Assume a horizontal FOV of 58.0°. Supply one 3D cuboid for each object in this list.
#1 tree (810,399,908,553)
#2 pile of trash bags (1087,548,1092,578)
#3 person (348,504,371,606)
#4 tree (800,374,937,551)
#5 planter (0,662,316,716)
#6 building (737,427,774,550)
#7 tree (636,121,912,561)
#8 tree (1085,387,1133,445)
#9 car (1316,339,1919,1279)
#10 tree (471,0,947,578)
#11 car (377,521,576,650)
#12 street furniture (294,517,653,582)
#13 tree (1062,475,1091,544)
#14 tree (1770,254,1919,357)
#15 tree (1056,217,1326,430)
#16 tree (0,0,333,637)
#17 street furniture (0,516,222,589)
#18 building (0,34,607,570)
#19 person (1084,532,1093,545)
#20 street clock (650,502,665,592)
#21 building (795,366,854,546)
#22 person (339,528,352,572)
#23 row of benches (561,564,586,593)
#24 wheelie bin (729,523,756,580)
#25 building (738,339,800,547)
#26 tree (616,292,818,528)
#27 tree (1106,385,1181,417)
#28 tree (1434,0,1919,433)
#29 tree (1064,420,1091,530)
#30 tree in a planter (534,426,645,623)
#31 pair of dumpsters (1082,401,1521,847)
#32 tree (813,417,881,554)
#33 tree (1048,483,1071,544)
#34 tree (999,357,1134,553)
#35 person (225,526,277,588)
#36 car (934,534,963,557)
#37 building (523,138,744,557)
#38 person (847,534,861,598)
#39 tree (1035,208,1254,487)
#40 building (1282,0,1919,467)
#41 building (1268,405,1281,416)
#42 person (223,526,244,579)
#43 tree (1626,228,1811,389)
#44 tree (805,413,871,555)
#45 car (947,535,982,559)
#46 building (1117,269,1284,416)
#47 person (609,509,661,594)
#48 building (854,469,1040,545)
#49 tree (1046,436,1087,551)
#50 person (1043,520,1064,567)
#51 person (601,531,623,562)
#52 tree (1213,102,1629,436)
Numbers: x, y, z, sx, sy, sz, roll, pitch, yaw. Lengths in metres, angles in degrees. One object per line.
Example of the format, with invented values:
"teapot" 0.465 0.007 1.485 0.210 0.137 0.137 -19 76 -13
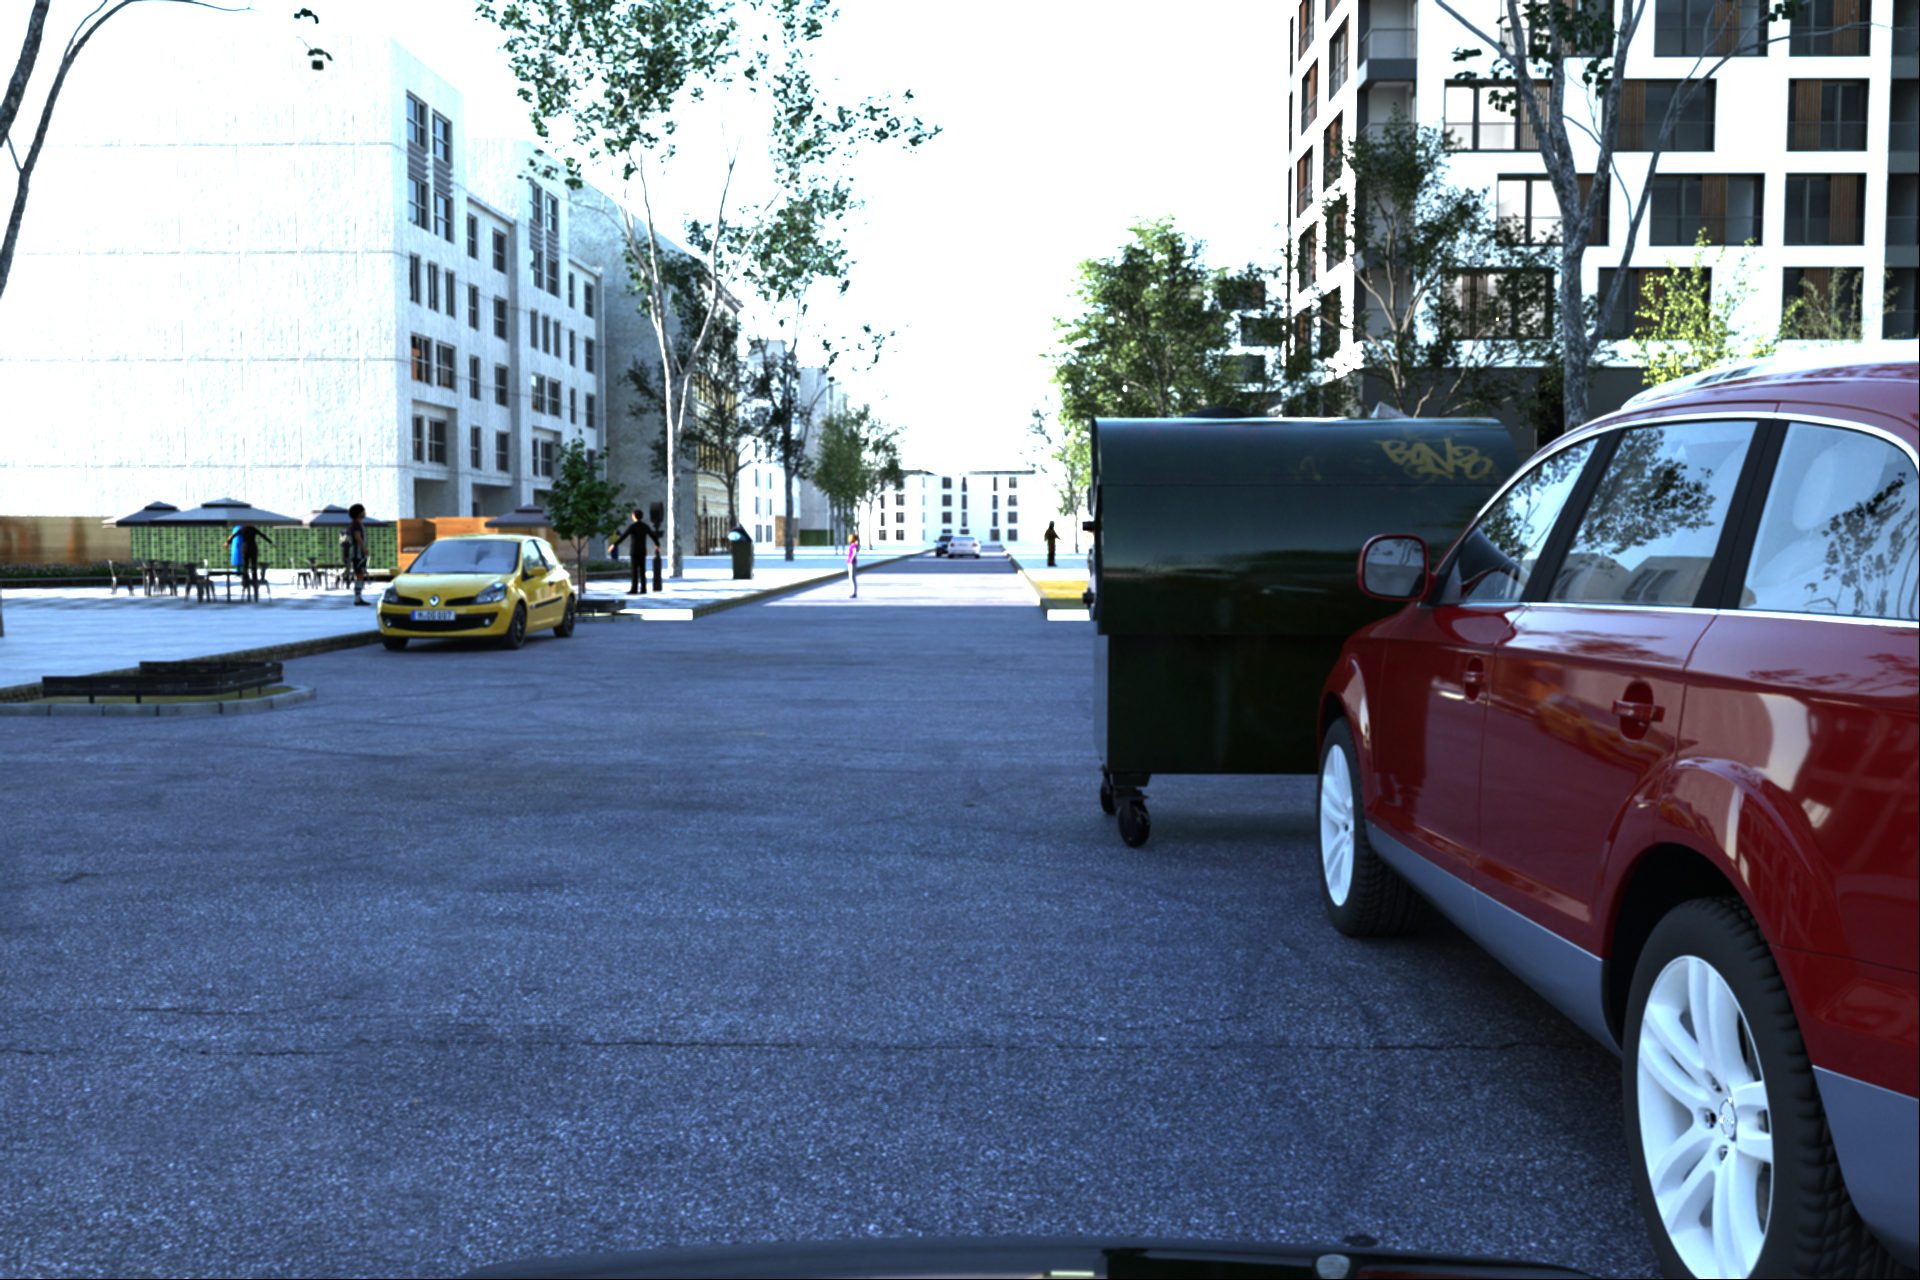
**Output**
"tree" -6.767 -11.293 119.056 7.601 10.594 8.767 -3 5 -43
"pile of trash bags" 3.728 -1.725 37.951 1.912 1.369 3.447 0 4 -1
"person" -10.747 -1.524 31.067 0.704 1.843 1.345 -1 4 -21
"tree" -6.923 -13.587 132.513 12.009 13.543 11.850 0 3 0
"planter" -6.606 0.400 14.604 1.991 0.319 1.994 0 4 2
"building" -20.373 -12.649 148.957 9.099 9.664 28.070 0 4 1
"tree" -8.690 -13.768 81.000 12.611 20.169 13.585 0 3 0
"tree" 7.357 -8.085 82.556 4.360 8.622 3.978 0 3 0
"car" 2.329 0.252 4.555 2.281 1.827 5.304 0 4 1
"tree" -7.263 -11.845 49.552 12.611 20.169 13.585 0 3 0
"car" -6.278 -0.763 22.704 2.015 1.641 3.980 0 4 1
"street furniture" -12.083 -2.571 48.882 9.812 1.723 11.010 1 4 17
"tree" 16.472 -17.417 219.178 7.601 10.594 8.767 0 4 -4
"tree" 23.295 -5.885 46.575 4.360 8.622 3.978 0 3 0
"tree" 6.509 -7.090 50.336 8.767 10.594 7.601 1 4 20
"tree" -11.079 -10.034 19.951 12.611 20.169 13.585 0 3 0
"street furniture" -22.754 -2.258 43.768 9.812 1.723 11.010 3 4 38
"building" -27.993 -12.920 77.698 16.747 18.905 31.486 0 4 2
"person" 4.470 -3.056 56.764 1.217 1.733 0.721 -3 5 -44
"street clock" -6.758 -2.083 38.634 0.358 2.002 0.471 0 4 1
"building" -21.920 -20.323 198.739 16.747 18.905 31.486 0 4 2
"person" -18.548 -2.840 52.205 0.705 1.856 1.354 -1 4 -22
"row of benches" -8.764 -1.240 35.743 1.422 0.672 4.104 1 4 9
"wheelie bin" -6.163 -2.514 49.004 0.693 1.594 0.980 0 4 3
"building" -22.058 -19.112 168.900 16.016 20.090 11.380 0 4 1
"tree" -8.965 -8.112 67.041 7.601 10.594 8.767 1 4 20
"tree" 7.468 -7.293 69.609 4.360 8.622 3.978 0 3 0
"tree" 8.700 -10.309 24.440 12.611 20.169 13.585 0 3 0
"tree" 7.342 -8.841 94.917 4.360 8.622 3.978 0 3 0
"tree in a planter" -6.366 -1.937 28.893 1.991 3.239 1.994 0 4 1
"pair of dumpsters" 2.807 -0.210 8.379 4.436 2.255 1.574 0 4 1
"tree" -7.142 -9.746 109.711 4.737 8.622 4.395 0 3 0
"tree" 13.649 -16.902 226.710 4.737 8.622 4.395 0 3 0
"tree" 7.699 -12.525 115.147 12.009 13.543 11.850 0 3 0
"person" -16.787 -2.096 40.989 1.216 1.740 0.721 0 4 -2
"car" -0.630 -6.087 109.301 2.009 1.686 4.222 0 4 1
"building" -23.992 -16.807 105.727 19.493 23.208 18.063 0 4 0
"person" -2.476 -1.676 39.121 0.599 1.433 0.991 0 4 -8
"tree" 6.461 -8.711 60.559 7.486 12.596 7.792 0 3 0
"building" 26.431 -13.764 69.009 27.936 21.610 32.646 0 4 1
"building" 25.119 -9.845 103.110 9.099 9.664 28.070 0 4 1
"person" -20.747 -2.672 49.818 1.347 1.817 0.704 3 5 39
"tree" 18.419 -5.646 42.676 4.737 8.622 4.395 0 3 0
"tree" -7.421 -9.431 104.567 4.737 8.622 4.395 0 3 0
"car" 0.247 -5.467 101.743 2.083 1.381 4.827 0 4 1
"building" 27.244 -18.722 150.083 27.936 21.610 32.646 0 4 1
"person" -6.878 -1.879 36.907 0.705 1.806 1.347 3 5 42
"building" -4.216 -17.088 223.990 28.070 9.664 9.099 1 4 10
"tree" 8.256 -11.021 130.558 4.360 8.622 3.978 0 3 0
"person" 3.650 -3.842 68.592 0.705 1.858 1.354 3 4 36
"person" -13.812 -3.819 68.905 1.216 1.772 0.721 3 4 36
"tree" 9.906 -6.268 36.888 8.767 10.594 7.601 0 4 -4
